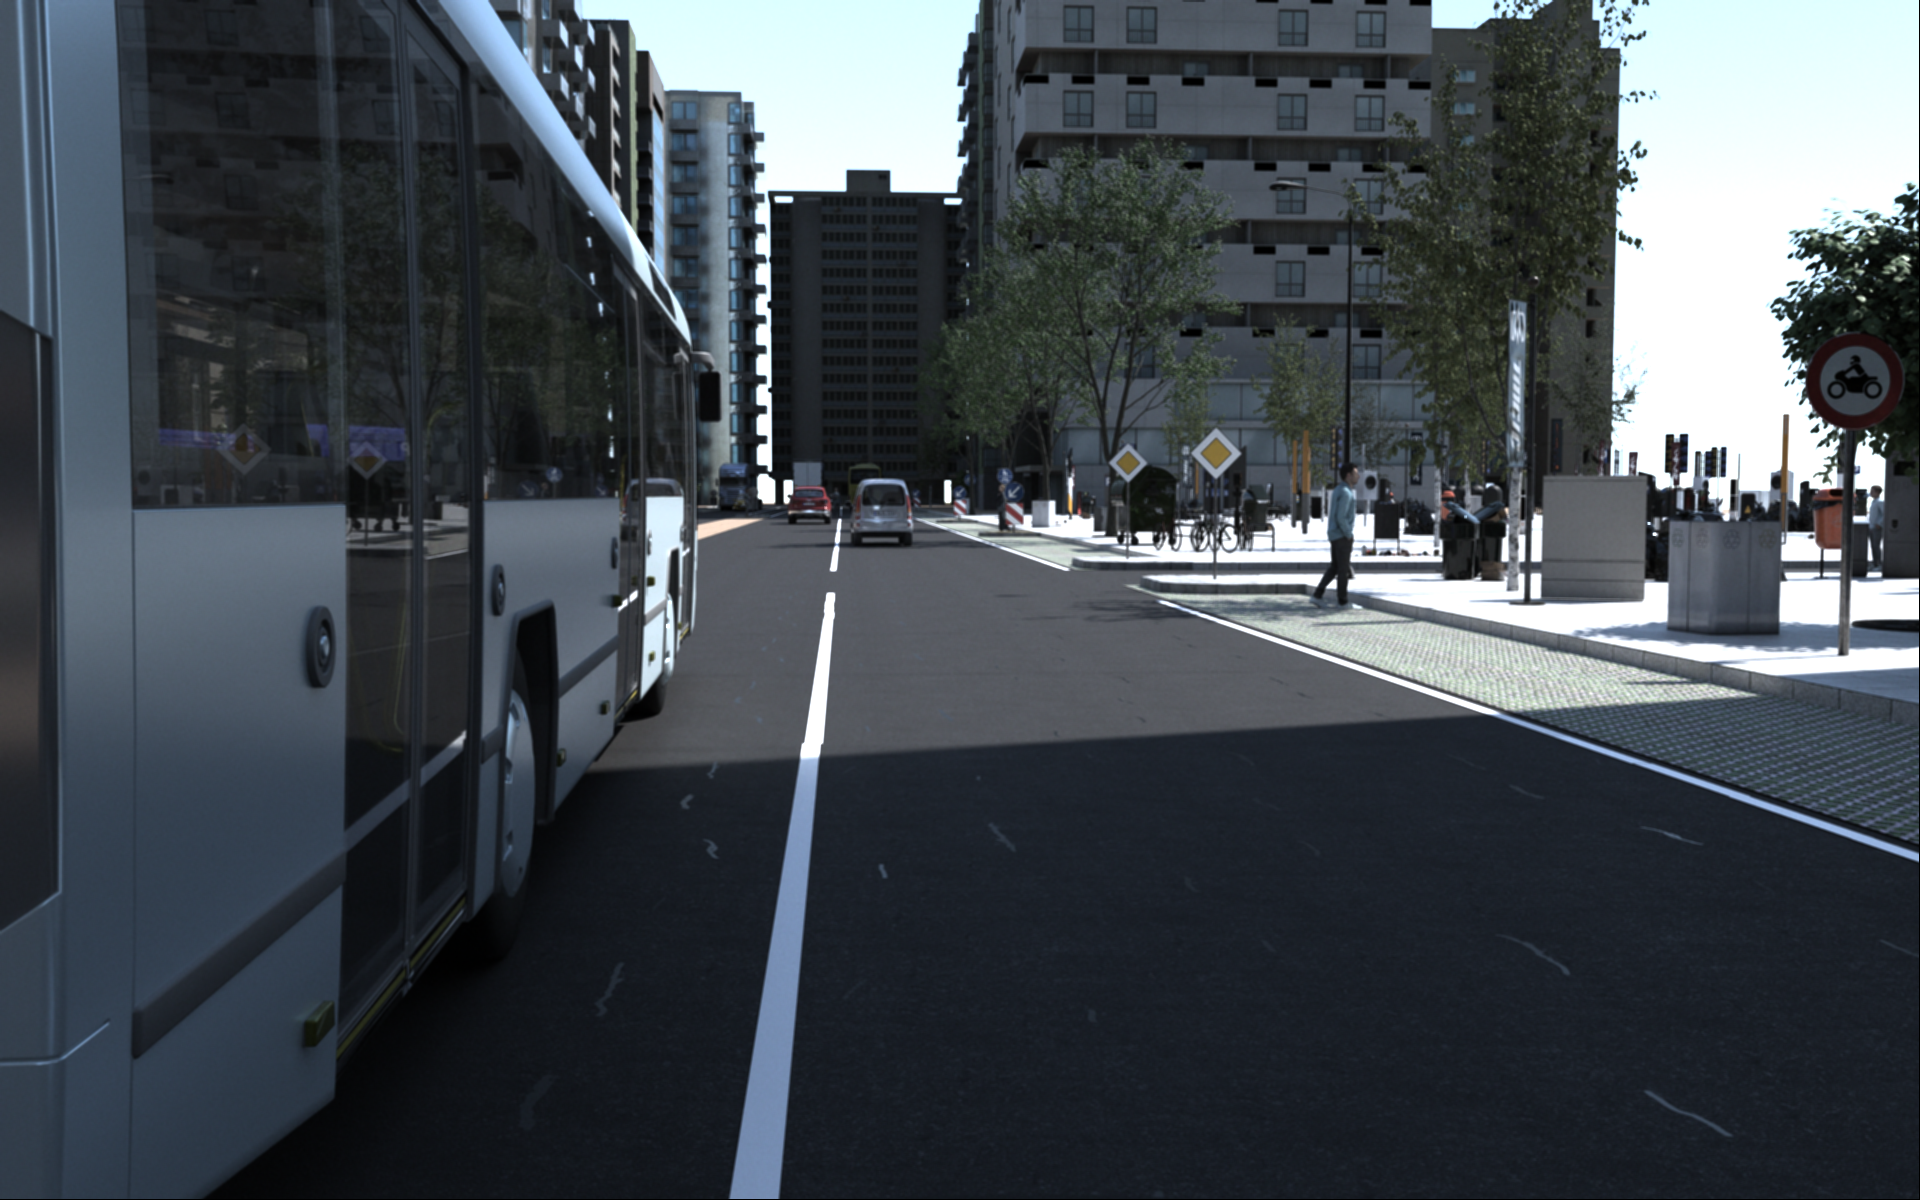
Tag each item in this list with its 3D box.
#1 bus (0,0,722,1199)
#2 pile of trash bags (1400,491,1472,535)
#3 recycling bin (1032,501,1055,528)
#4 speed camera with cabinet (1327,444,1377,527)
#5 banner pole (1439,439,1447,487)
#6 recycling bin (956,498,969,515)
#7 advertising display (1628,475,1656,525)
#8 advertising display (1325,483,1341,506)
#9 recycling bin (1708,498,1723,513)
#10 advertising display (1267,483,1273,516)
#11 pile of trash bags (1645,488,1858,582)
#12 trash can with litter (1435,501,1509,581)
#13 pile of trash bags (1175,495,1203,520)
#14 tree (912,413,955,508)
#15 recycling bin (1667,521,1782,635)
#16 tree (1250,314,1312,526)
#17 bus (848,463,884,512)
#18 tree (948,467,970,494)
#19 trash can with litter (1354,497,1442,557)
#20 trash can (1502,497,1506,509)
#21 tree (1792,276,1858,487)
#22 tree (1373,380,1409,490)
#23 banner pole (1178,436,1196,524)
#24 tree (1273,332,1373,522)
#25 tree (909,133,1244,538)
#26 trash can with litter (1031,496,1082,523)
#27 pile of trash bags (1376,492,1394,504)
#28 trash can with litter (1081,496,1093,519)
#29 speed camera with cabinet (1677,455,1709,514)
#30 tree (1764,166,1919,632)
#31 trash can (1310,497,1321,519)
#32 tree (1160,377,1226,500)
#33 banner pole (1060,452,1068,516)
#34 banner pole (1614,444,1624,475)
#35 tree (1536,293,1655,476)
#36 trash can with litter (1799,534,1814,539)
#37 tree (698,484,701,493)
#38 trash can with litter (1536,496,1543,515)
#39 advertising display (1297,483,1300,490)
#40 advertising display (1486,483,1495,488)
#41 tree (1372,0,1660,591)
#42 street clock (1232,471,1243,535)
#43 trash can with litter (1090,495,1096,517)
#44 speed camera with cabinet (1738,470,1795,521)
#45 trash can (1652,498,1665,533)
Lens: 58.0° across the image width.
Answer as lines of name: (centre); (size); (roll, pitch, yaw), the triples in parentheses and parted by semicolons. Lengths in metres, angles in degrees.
bus: (-2.884, -0.825, 8.341); (2.948, 3.499, 13.247); (0, 4, -5)
pile of trash bags: (15.021, -2.715, 54.145); (1.912, 1.369, 3.447); (0, 4, 6)
recycling bin: (3.205, -3.292, 66.377); (0.722, 1.027, 0.722); (2, 4, 24)
speed camera with cabinet: (15.284, -4.471, 67.431); (2.038, 3.252, 0.660); (-2, 4, -29)
banner pole: (21.843, -5.405, 78.387); (0.401, 3.779, 0.863); (-1, 4, -12)
recycling bin: (0.204, -5.714, 105.975); (0.722, 1.027, 0.722); (-1, 4, -16)
advertising display: (23.375, -3.320, 59.491); (0.974, 1.923, 0.123); (1, 4, 21)
advertising display: (22.352, -6.014, 103.549); (0.974, 1.923, 0.123); (1, 4, 18)
recycling bin: (46.951, -5.819, 107.699); (0.722, 1.027, 0.722); (3, 5, 41)
advertising display: (18.293, -5.934, 102.242); (0.123, 1.923, 0.974); (0, 4, -4)
pile of trash bags: (11.745, -0.998, 26.077); (3.447, 1.369, 1.912); (0, 4, -3)
trash can with litter: (7.702, -0.885, 25.860); (1.055, 1.170, 0.624); (2, 4, 34)
pile of trash bags: (11.458, -4.668, 86.079); (1.912, 1.369, 3.447); (-3, 5, -41)
tree: (-2.609, -12.595, 156.282); (4.737, 8.622, 4.395); (0, 3, 0)
recycling bin: (7.099, -0.217, 16.100); (0.722, 1.027, 0.722); (-1, 4, -12)
tree: (13.592, -7.324, 70.110); (4.737, 8.622, 4.395); (0, 3, 0)
bus: (-7.508, -8.999, 138.680); (2.896, 3.916, 12.252); (0, 4, -2)
tree: (0.191, -8.202, 128.707); (1.663, 3.219, 1.824); (0, 3, 0)
trash can with litter: (9.193, -1.515, 35.832); (2.233, 1.210, 1.678); (2, 4, 28)
trash can: (26.317, -4.465, 84.663); (0.748, 1.137, 0.748); (0, 3, 0)
tree: (28.355, -6.387, 54.796); (4.737, 8.622, 4.395); (0, 3, 0)
tree: (25.599, -9.639, 107.957); (4.360, 8.622, 3.978); (0, 3, 0)
banner pole: (9.706, -5.219, 75.351); (0.863, 3.779, 0.401); (-3, 4, -36)
tree: (16.176, -7.815, 78.143); (4.360, 8.622, 3.978); (0, 3, 0)
tree: (4.472, -7.672, 51.190); (9.928, 11.665, 9.643); (0, 3, 0)
trash can with litter: (3.994, -3.972, 76.007); (2.233, 1.210, 1.678); (-1, 4, -8)
pile of trash bags: (23.110, -5.043, 92.204); (1.912, 1.369, 3.447); (0, 4, 2)
trash can with litter: (6.590, -4.775, 89.461); (0.624, 1.170, 1.055); (0, 4, 0)
speed camera with cabinet: (37.306, -5.734, 88.094); (2.038, 3.252, 0.660); (-3, 4, -36)
tree: (9.434, -2.007, 16.527); (4.285, 4.588, 4.351); (0, 3, 0)
trash can: (18.525, -4.784, 89.868); (0.748, 1.137, 0.748); (0, 3, 0)
tree: (13.767, -9.350, 103.239); (4.737, 8.622, 4.395); (0, 3, 0)
banner pole: (6.302, -6.882, 102.543); (0.863, 3.779, 0.401); (-3, 5, -40)
banner pole: (32.967, -5.914, 86.706); (0.863, 3.779, 0.401); (-2, 4, -30)
tree: (23.206, -6.943, 63.884); (4.360, 8.622, 3.978); (0, 3, 0)
trash can with litter: (24.902, -2.367, 49.755); (2.233, 1.210, 1.678); (-1, 4, -23)
tree: (-27.776, -11.408, 181.120); (1.663, 3.219, 1.824); (0, 3, 0)
trash can with litter: (35.598, -5.706, 104.349); (2.233, 1.210, 1.678); (3, 4, 39)
advertising display: (18.904, -5.611, 96.957); (0.123, 1.923, 0.974); (1, 4, 16)
advertising display: (29.720, -5.631, 97.276); (0.974, 1.923, 0.123); (-3, 5, -44)
tree: (7.290, -4.437, 22.901); (4.737, 8.622, 4.395); (0, 3, 0)
street clock: (8.725, -3.053, 54.488); (0.358, 2.002, 0.471); (1, 4, 13)
trash can with litter: (7.187, -5.204, 96.150); (1.678, 1.210, 2.233); (-2, 4, -34)
speed camera with cabinet: (31.240, -4.452, 67.127); (0.660, 3.252, 2.038); (-2, 4, -29)
trash can: (22.768, -2.768, 56.916); (0.748, 1.137, 0.748); (0, 3, 0)
